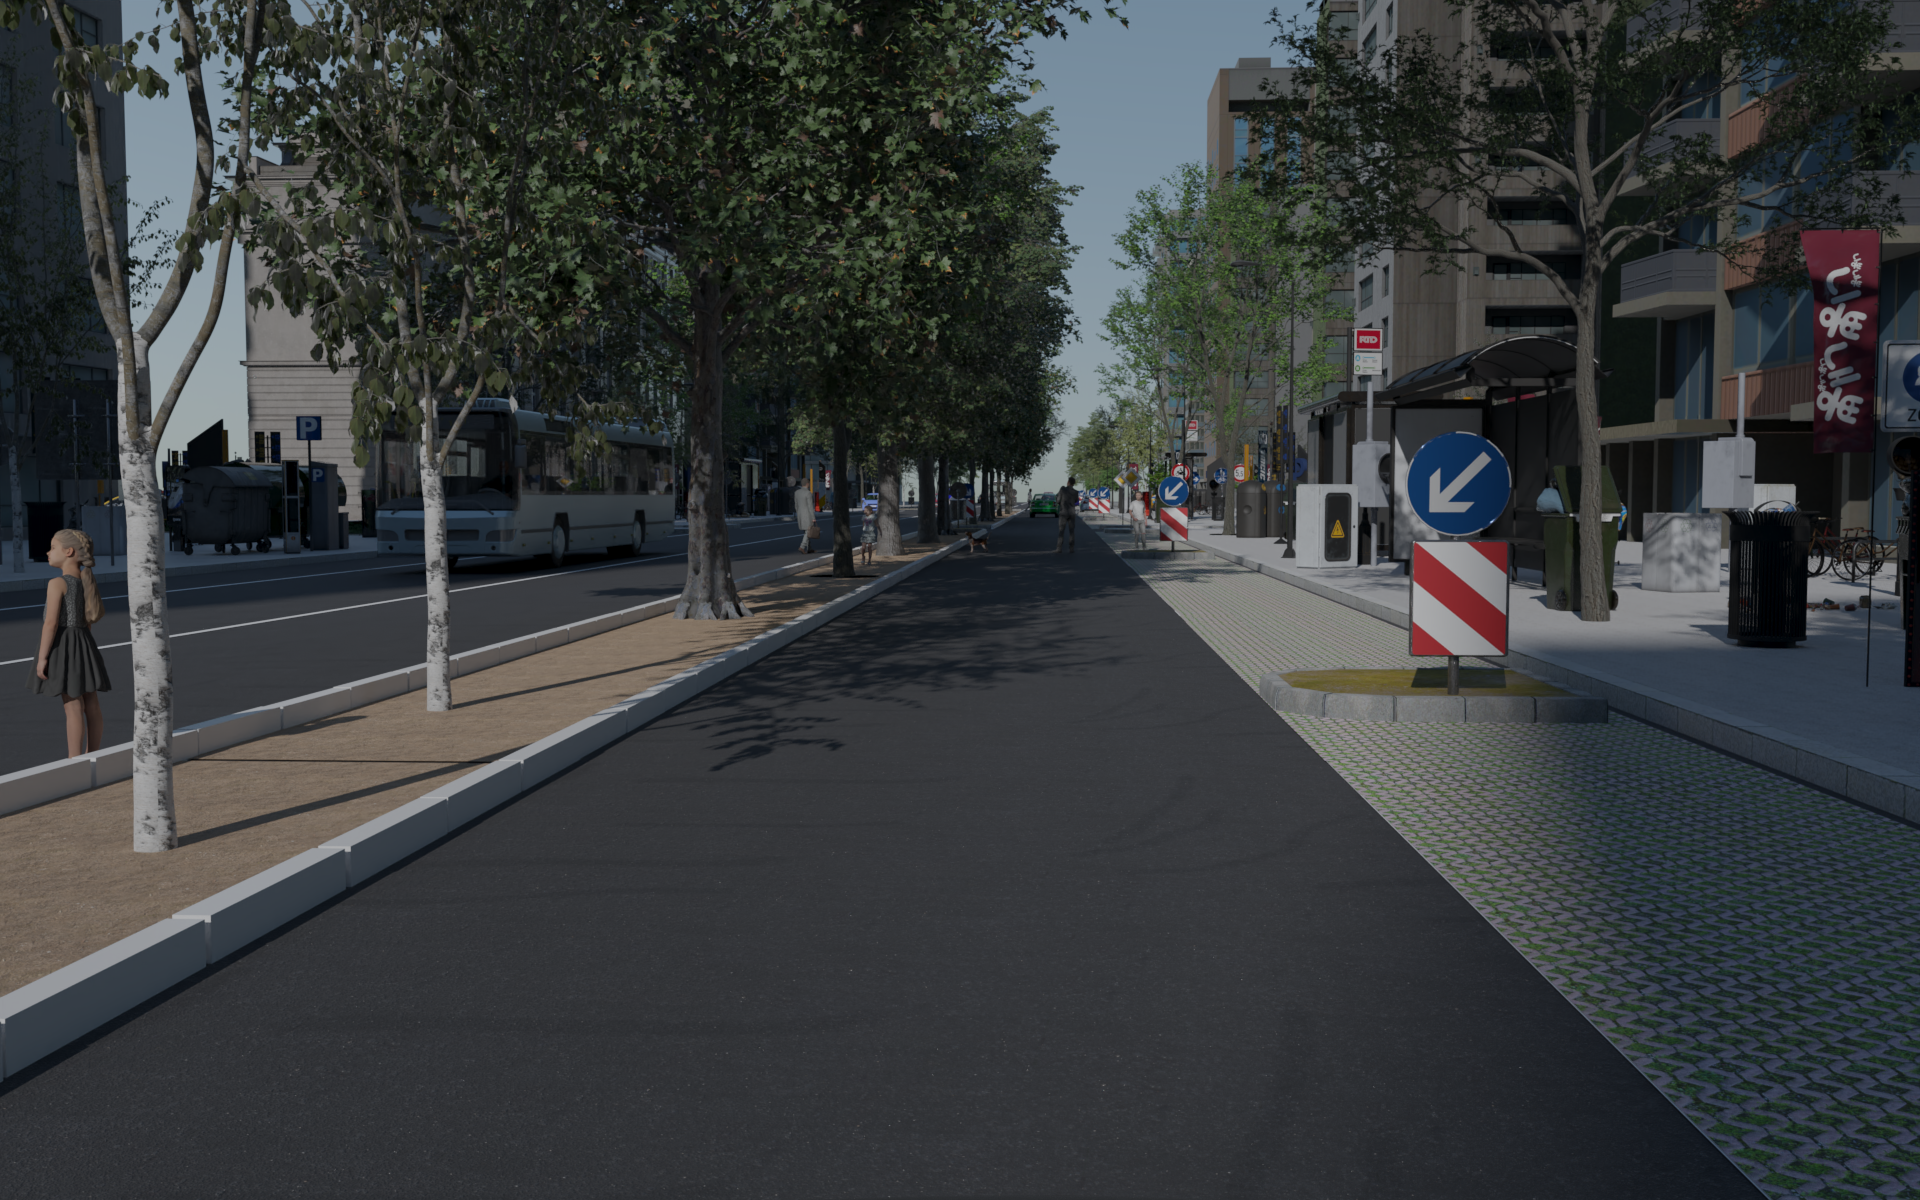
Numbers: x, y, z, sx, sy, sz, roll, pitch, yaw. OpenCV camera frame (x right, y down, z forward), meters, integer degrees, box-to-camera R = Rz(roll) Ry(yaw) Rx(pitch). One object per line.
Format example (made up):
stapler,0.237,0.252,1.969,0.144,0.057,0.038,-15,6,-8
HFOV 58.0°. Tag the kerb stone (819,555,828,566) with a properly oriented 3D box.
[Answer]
kerb stone,-2.807,-0.754,34.527,0.120,0.150,1.000,0,4,3

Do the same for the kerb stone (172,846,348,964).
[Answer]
kerb stone,-2.314,1.005,5.780,0.120,0.150,1.000,0,4,3

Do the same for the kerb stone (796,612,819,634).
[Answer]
kerb stone,-1.629,0.256,18.059,0.120,0.150,1.000,0,4,3

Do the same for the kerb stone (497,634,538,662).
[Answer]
kerb stone,-3.903,0.436,15.070,0.120,0.150,1.000,0,4,3

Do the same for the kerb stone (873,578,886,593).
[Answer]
kerb stone,-1.227,-0.185,25.217,0.120,0.150,1.000,0,4,3

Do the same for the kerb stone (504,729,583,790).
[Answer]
kerb stone,-2.138,0.816,8.857,0.120,0.150,1.000,0,4,3

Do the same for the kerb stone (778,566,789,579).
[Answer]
kerb stone,-3.090,-0.442,29.420,0.120,0.150,1.000,0,4,3

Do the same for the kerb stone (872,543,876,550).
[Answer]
kerb stone,-2.299,-1.317,43.730,0.120,0.150,1.000,0,4,3

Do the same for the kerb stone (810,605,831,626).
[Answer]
kerb stone,-1.570,0.191,19.080,0.120,0.150,1.000,0,4,3

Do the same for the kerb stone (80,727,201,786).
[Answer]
kerb stone,-4.234,0.812,8.927,0.120,0.150,1.000,0,4,3

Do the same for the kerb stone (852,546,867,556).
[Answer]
kerb stone,-2.413,-1.192,41.689,0.120,0.150,1.000,0,4,3

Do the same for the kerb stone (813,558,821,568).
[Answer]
kerb stone,-2.872,-0.687,33.507,0.120,0.150,1.000,0,4,3

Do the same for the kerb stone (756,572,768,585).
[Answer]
kerb stone,-3.212,-0.317,27.372,0.120,0.150,1.000,0,4,3

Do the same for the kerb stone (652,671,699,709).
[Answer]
kerb stone,-1.976,0.630,11.922,0.120,0.150,1.000,0,4,3

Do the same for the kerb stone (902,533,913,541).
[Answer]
kerb stone,-1.674,-2.004,55.003,0.120,0.150,1.000,0,4,3

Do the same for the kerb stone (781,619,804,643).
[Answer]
kerb stone,-1.688,0.320,17.037,0.120,0.150,1.000,0,4,3

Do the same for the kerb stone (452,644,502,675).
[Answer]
kerb stone,-3.956,0.498,14.049,0.120,0.150,1.000,0,4,3

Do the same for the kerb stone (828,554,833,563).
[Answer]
kerb stone,-2.757,-0.817,35.548,0.120,0.150,1.000,0,4,3

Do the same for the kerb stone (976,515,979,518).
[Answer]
kerb stone,1.260,-5.225,107.723,0.120,0.150,1.000,0,4,3

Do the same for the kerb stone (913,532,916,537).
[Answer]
kerb stone,-1.610,-2.070,56.036,0.120,0.150,1.000,0,4,3

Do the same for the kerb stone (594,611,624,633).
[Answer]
kerb stone,-3.730,0.248,18.144,0.120,0.150,1.000,0,4,3

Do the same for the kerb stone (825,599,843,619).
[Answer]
kerb stone,-1.513,0.128,20.107,0.120,0.150,1.000,0,4,3

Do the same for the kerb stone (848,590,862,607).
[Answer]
kerb stone,-1.402,0.006,22.150,0.120,0.150,1.000,0,4,3

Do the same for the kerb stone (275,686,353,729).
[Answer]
kerb stone,-4.125,0.690,10.980,0.120,0.150,1.000,0,4,3

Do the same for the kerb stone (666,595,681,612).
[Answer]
kerb stone,-3.556,0.062,21.220,0.120,0.150,1.000,0,4,3

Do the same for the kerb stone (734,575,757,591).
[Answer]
kerb stone,-3.271,-0.254,26.342,0.120,0.150,1.000,0,4,3

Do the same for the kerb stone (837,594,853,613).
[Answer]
kerb stone,-1.456,0.065,21.129,0.120,0.150,1.000,0,4,3

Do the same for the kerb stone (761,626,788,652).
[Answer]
kerb stone,-1.747,0.378,16.014,0.120,0.150,1.000,0,4,3

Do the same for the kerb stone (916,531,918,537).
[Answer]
kerb stone,-1.569,-2.129,57.059,0.120,0.150,1.000,0,4,3

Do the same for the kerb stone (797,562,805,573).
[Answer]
kerb stone,-2.987,-0.563,31.466,0.120,0.150,1.000,0,4,3

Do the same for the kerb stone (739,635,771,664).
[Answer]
kerb stone,-1.803,0.445,14.987,0.120,0.150,1.000,0,4,3

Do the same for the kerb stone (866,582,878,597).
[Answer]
kerb stone,-1.289,-0.122,24.196,0.120,0.150,1.000,0,4,3

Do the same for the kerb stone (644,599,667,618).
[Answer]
kerb stone,-3.615,0.124,20.199,0.120,0.150,1.000,0,4,3

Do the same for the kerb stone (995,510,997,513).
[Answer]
kerb stone,3.155,-7.298,141.521,0.120,0.150,1.000,0,4,3

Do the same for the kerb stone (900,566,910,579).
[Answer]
kerb stone,-0.995,-0.429,29.315,0.120,0.150,1.000,0,4,3

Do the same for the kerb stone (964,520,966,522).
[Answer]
kerb stone,0.128,-3.979,87.251,0.120,0.150,1.000,0,4,3

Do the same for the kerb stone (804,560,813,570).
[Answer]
kerb stone,-2.932,-0.629,32.486,0.120,0.150,1.000,0,4,3

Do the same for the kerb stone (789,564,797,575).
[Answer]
kerb stone,-3.038,-0.504,30.442,0.120,0.150,1.000,0,4,3

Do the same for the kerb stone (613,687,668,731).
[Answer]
kerb stone,-2.029,0.695,10.902,0.120,0.150,1.000,0,4,3

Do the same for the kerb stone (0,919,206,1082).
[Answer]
kerb stone,-2.373,1.071,4.750,0.120,0.150,1.000,0,4,3

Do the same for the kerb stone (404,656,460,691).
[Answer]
kerb stone,-4.012,0.561,13.023,0.120,0.150,1.000,0,4,3

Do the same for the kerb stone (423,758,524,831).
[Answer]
kerb stone,-2.198,0.879,7.831,0.120,0.150,1.000,0,4,3

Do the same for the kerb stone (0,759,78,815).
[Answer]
kerb stone,-4.299,0.875,7.898,0.120,0.150,1.000,0,4,3

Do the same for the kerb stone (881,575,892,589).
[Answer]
kerb stone,-1.172,-0.246,26.243,0.120,0.150,1.000,0,4,3

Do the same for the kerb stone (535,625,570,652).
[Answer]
kerb stone,-3.844,0.373,16.090,0.120,0.150,1.000,0,4,3

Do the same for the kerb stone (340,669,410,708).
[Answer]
kerb stone,-4.074,0.623,12.002,0.120,0.150,1.000,0,4,3

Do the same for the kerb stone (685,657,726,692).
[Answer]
kerb stone,-1.920,0.567,12.943,0.120,0.150,1.000,0,4,3

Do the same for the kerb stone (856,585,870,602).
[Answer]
kerb stone,-1.346,-0.060,23.176,0.120,0.150,1.000,0,4,3

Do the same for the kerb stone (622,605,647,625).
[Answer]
kerb stone,-3.672,0.188,19.173,0.120,0.150,1.000,0,4,3

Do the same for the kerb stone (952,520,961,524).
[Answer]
kerb stone,-0.152,-3.666,82.140,0.120,0.150,1.000,0,4,3

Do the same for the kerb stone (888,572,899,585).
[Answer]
kerb stone,-1.111,-0.310,27.272,0.120,0.150,1.000,0,4,3

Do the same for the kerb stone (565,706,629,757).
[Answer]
kerb stone,-2.089,0.757,9.881,0.120,0.150,1.000,0,4,3

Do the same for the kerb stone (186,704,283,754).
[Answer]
kerb stone,-4.187,0.749,9.954,0.120,0.150,1.000,0,4,3

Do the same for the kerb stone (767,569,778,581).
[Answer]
kerb stone,-3.166,-0.377,28.397,0.120,0.150,1.000,0,4,3

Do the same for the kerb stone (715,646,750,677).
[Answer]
kerb stone,-1.863,0.507,13.964,0.120,0.150,1.000,0,4,3

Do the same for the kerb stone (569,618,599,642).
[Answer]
kerb stone,-3.784,0.310,17.123,0.120,0.150,1.000,0,4,3

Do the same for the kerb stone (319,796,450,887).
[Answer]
kerb stone,-2.250,0.941,6.810,0.120,0.150,1.000,0,4,3

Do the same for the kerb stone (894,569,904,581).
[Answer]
kerb stone,-1.063,-0.373,28.295,0.120,0.150,1.000,0,4,3
